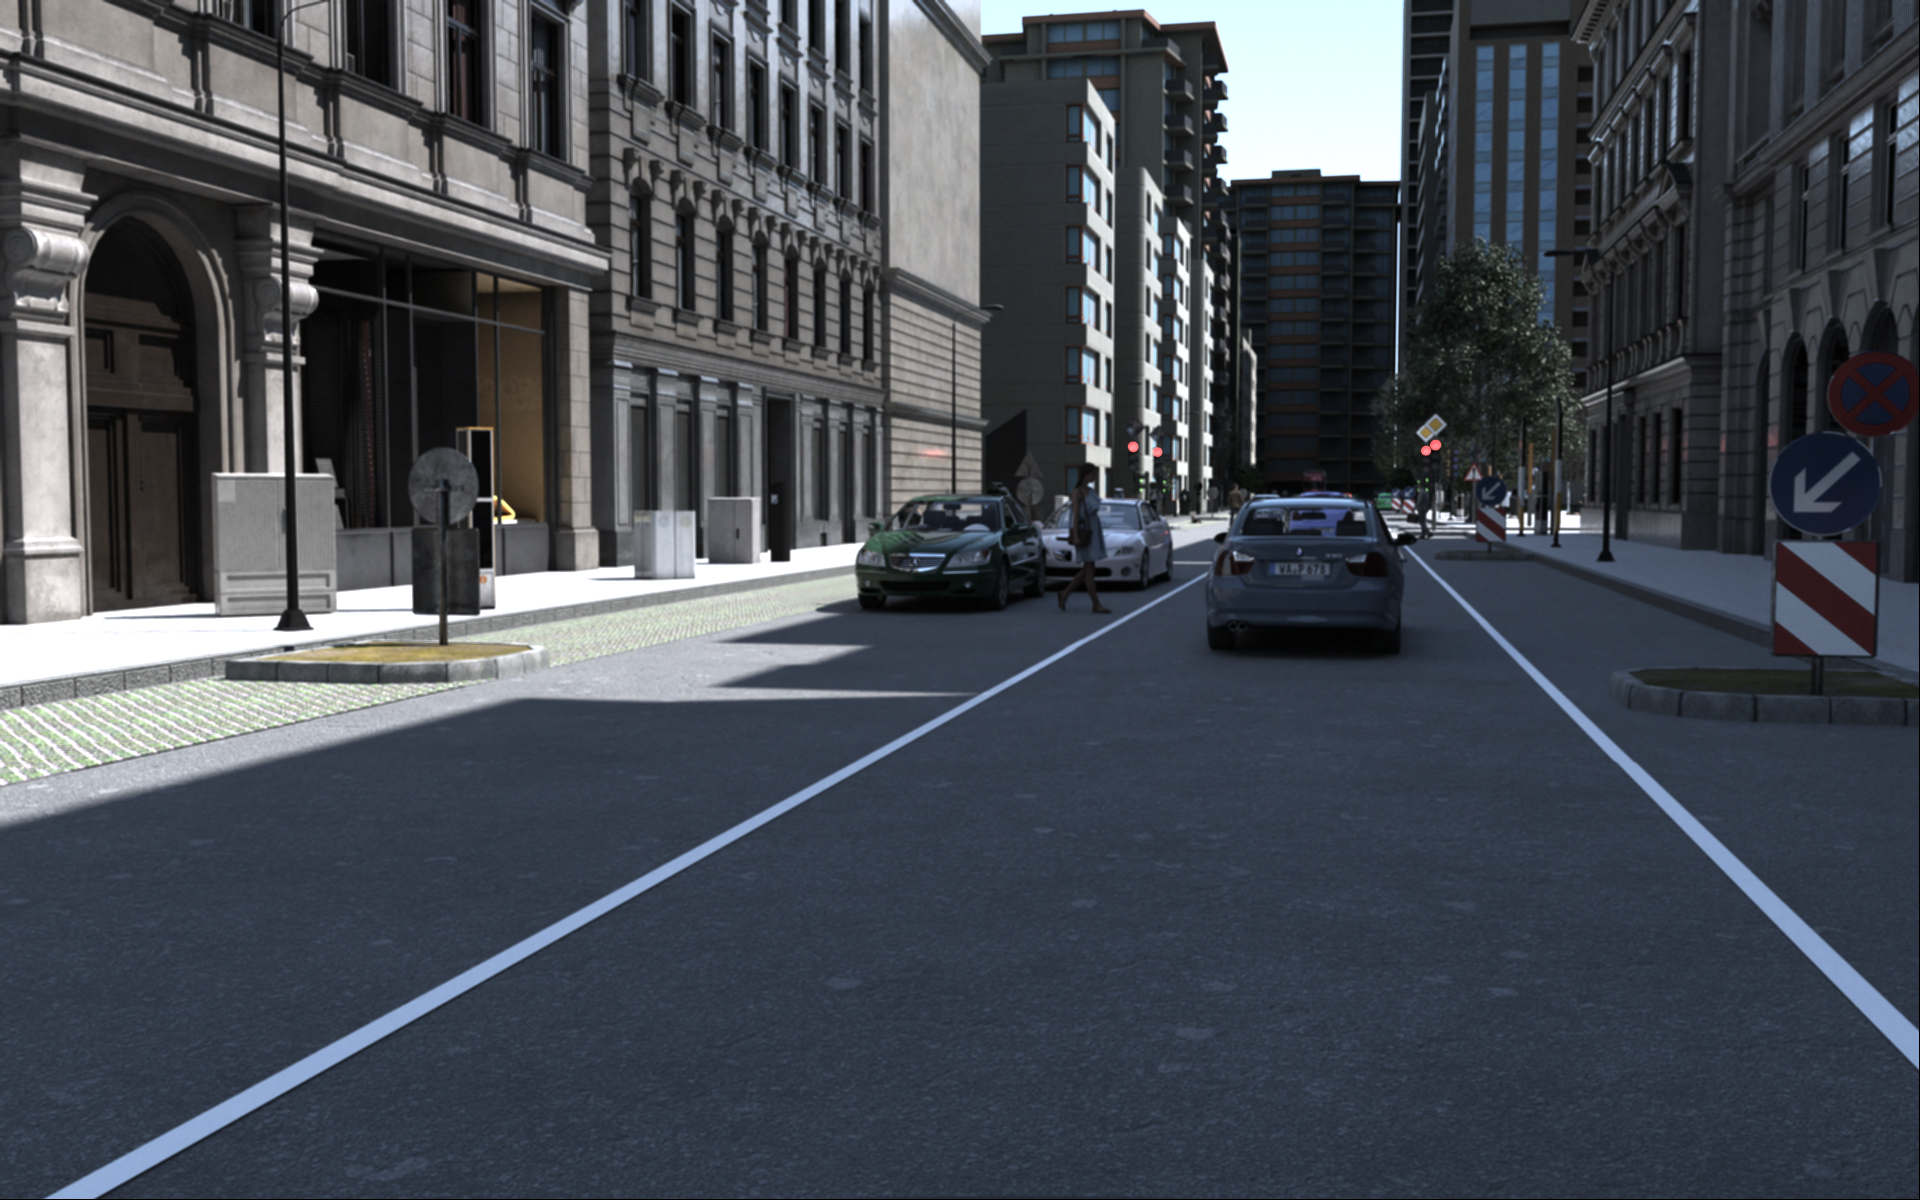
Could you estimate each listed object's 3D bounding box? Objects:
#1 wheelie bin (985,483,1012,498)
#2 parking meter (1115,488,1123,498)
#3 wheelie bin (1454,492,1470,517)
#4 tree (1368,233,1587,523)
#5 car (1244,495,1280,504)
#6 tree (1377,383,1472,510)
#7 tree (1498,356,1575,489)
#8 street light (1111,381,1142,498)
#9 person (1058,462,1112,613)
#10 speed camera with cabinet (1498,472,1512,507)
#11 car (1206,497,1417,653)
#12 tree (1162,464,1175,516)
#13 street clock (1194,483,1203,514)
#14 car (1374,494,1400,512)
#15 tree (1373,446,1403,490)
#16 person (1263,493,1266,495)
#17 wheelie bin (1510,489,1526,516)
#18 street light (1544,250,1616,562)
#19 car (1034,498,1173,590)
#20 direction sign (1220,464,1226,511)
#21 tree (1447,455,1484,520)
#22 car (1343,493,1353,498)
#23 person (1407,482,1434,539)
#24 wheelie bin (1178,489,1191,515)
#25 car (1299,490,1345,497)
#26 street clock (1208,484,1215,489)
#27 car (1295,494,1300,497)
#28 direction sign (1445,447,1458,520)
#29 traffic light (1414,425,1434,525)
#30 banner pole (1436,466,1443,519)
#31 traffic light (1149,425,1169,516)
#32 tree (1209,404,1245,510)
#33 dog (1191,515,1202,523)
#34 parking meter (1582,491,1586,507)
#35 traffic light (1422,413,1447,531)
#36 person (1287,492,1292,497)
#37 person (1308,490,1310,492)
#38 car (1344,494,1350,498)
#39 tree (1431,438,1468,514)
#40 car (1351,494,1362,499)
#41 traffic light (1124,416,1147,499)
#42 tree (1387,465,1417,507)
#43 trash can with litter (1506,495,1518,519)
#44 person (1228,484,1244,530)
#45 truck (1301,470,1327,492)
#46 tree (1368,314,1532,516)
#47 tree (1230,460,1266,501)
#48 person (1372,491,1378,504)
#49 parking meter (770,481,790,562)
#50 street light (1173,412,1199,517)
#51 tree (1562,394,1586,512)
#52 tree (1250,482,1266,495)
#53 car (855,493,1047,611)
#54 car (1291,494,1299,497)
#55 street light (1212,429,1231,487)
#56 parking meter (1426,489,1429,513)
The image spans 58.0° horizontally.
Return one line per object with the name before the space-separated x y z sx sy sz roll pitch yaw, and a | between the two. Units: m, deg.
wheelie bin | 1.025 -2.461 48.153 0.693 1.594 0.980 2 4 29
parking meter | 6.732 -3.971 73.341 0.372 1.533 0.369 0 3 0
wheelie bin | 27.962 -5.414 96.420 0.980 1.594 0.693 -3 5 -42
tree | 22.924 -9.740 76.263 9.611 12.733 9.660 0 3 0
car | 13.880 -4.076 78.651 2.014 1.417 4.499 1 4 14
tree | 38.123 -13.190 141.405 9.928 11.665 9.643 0 3 0
tree | 28.632 -8.298 86.040 4.737 8.622 4.395 0 3 0
street light | 6.823 -6.060 71.621 1.470 5.913 1.316 1 4 13
person | 1.476 -0.753 20.901 0.778 1.811 0.616 3 4 36
speed camera with cabinet | 41.158 -8.352 130.896 0.660 3.252 2.038 -1 4 -9
car | 3.455 -0.308 17.034 2.014 1.417 4.499 1 4 14
tree | 12.230 -6.641 103.175 1.663 3.219 1.824 0 3 0
street clock | 14.991 -6.381 108.903 0.471 2.002 0.358 -1 4 -22
car | 32.224 -7.445 130.516 1.959 1.807 4.718 1 4 13
tree | 53.915 -16.256 216.145 4.737 8.622 4.395 0 3 0
person | 39.555 -13.208 225.126 0.621 1.740 0.551 -3 5 -39
wheelie bin | 32.614 -5.705 101.190 0.980 1.594 0.693 -1 4 -15
street light | 11.793 -3.697 32.987 1.470 5.913 1.316 1 4 13
car | 2.251 -0.923 27.451 2.083 1.381 4.827 1 4 14
direction sign | 19.791 -8.467 130.436 0.379 3.537 0.876 -1 4 -19
tree | 24.987 -5.566 85.607 1.663 3.219 1.824 0 3 0
car | 25.348 -6.481 115.001 2.155 1.783 4.494 1 4 14
person | 14.764 -2.863 55.423 0.853 1.813 0.709 2 4 26
wheelie bin | 13.672 -5.958 105.316 0.693 1.594 0.980 -1 4 -10
car | 9.579 -2.220 45.887 1.945 1.707 3.694 1 4 11
street clock | 18.992 -7.721 130.815 0.471 2.002 0.358 0 3 0
car | 10.939 -2.543 53.375 2.131 1.459 4.920 1 4 11
direction sign | 23.864 -5.636 84.139 0.876 3.537 0.379 -2 4 -32
traffic light | 18.282 -4.843 68.111 0.839 4.253 0.868 1 4 13
banner pole | 25.140 -6.156 90.663 0.401 3.779 0.863 1 4 17
traffic light | 8.075 -4.983 70.400 0.839 4.253 0.868 1 4 13
tree | 21.094 -11.636 140.607 4.360 8.622 3.978 0 3 0
dog | 11.486 -3.925 84.374 0.550 0.427 0.748 -2 4 -33
parking meter | 45.136 -7.139 125.125 0.372 1.533 0.369 0 3 0
traffic light | 16.516 -4.367 60.322 0.839 4.253 0.868 1 4 13
person | 41.236 -12.667 216.432 1.217 1.723 0.721 -2 4 -24
person | 36.531 -10.547 181.084 0.705 1.807 1.348 0 4 2
car | 20.719 -5.094 95.083 2.131 1.459 4.920 1 4 13
tree | 31.556 -10.002 113.895 4.360 8.622 3.978 0 3 0
car | 43.316 -11.132 190.804 1.959 1.807 4.718 1 4 13
traffic light | 6.309 -4.507 62.611 0.839 4.253 0.868 1 4 13
tree | 43.724 -11.488 171.535 4.285 4.588 4.351 0 3 0
trash can with litter | 28.692 -4.888 90.984 2.233 1.210 1.678 0 4 -5
person | 11.133 -3.751 69.735 0.656 1.842 0.836 -2 4 -33
truck | 41.427 -13.045 202.202 2.839 4.237 11.283 1 4 13
tree | 29.680 -11.792 103.165 12.009 13.543 11.850 0 3 0
tree | 27.725 -11.195 166.747 4.285 4.588 4.351 0 3 0
person | 37.622 -9.053 157.073 0.434 1.755 0.990 2 4 29
parking meter | -3.407 -1.494 32.831 0.372 1.533 0.369 0 3 0
street light | 12.799 -7.683 98.160 1.470 5.913 1.316 1 4 13
tree | 43.021 -10.503 122.085 4.360 8.622 3.978 0 3 0
tree | 34.005 -12.277 195.334 1.663 3.219 1.824 0 3 0
car | -0.025 -0.680 22.920 2.131 1.459 4.920 1 4 12
car | 32.367 -9.391 165.335 2.131 1.459 4.920 1 4 14
street light | 18.773 -9.306 124.699 1.470 5.913 1.316 1 4 13
parking meter | 32.414 -7.029 120.627 0.399 1.863 0.255 2 4 33
